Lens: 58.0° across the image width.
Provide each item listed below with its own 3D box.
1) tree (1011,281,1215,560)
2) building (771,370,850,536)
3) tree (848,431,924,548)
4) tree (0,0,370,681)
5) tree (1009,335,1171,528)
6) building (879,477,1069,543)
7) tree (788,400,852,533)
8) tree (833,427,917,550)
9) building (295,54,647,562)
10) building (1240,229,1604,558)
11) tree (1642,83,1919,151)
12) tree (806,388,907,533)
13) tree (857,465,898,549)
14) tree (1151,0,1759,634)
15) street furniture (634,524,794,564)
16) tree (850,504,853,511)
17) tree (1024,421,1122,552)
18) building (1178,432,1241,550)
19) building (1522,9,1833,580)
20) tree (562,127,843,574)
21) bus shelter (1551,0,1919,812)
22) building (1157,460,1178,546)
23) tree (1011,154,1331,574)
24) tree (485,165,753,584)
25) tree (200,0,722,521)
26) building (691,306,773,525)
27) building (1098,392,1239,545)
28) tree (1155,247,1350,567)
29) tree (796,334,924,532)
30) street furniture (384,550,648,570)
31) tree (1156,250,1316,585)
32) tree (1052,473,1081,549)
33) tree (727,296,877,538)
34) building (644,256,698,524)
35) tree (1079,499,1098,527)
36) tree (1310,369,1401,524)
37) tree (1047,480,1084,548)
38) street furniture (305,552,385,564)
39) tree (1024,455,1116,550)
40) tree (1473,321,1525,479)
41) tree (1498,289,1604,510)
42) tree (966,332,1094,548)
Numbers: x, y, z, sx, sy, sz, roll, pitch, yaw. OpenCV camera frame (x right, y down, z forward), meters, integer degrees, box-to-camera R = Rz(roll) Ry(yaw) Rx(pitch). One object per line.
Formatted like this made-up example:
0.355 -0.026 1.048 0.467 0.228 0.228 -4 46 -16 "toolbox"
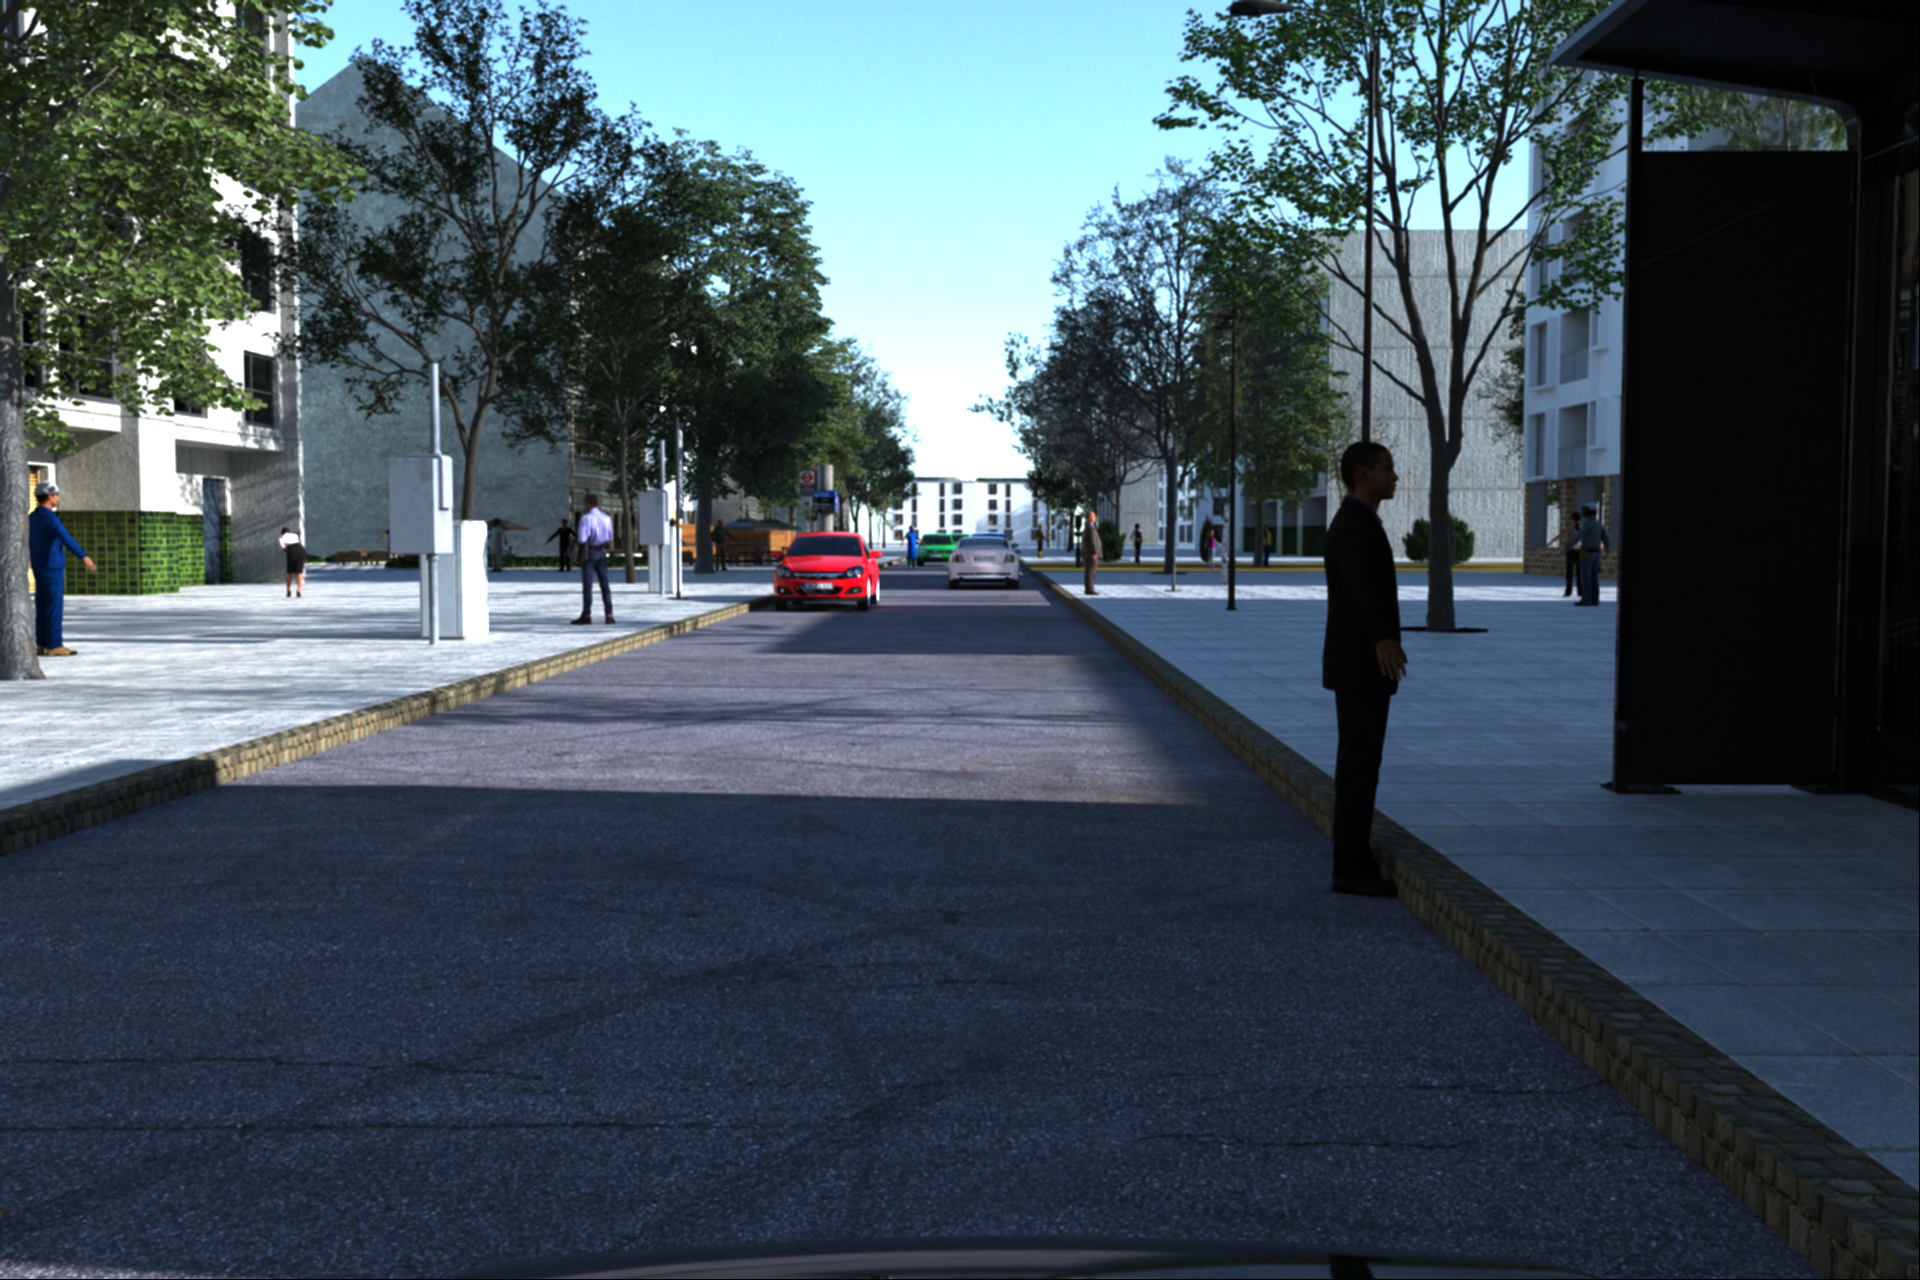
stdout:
7.689 -10.701 85.337 12.009 13.543 11.850 0 3 0 "tree"
-22.004 -21.909 189.138 19.493 23.208 18.063 0 4 1 "building"
-7.124 -13.641 157.436 8.767 10.594 7.601 2 4 30 "tree"
-8.452 -5.897 14.547 7.486 12.596 7.792 0 3 0 "tree"
7.656 -11.528 98.858 12.009 13.543 11.850 0 3 0 "tree"
2.072 -18.956 254.540 28.070 9.664 9.099 0 4 -4 "building"
-7.680 -8.523 89.706 4.737 8.622 4.395 0 3 0 "tree"
-7.034 -12.554 139.666 8.767 10.594 7.601 2 4 27 "tree"
-27.166 -15.781 88.944 19.493 23.208 18.063 0 4 1 "building"
28.507 -14.848 109.223 16.747 18.905 31.486 0 4 1 "building"
6.330 -3.752 11.705 4.360 8.622 3.978 0 3 0 "tree"
-7.556 -12.117 123.864 9.928 11.665 9.643 0 3 0 "tree"
-6.985 -12.160 149.173 4.737 8.622 4.395 0 3 0 "tree"
6.366 -5.926 22.639 9.928 11.665 9.643 0 3 0 "tree"
-11.046 -4.488 80.233 11.010 1.723 9.812 2 4 31 "street furniture"
-16.741 -18.601 254.492 4.360 8.622 3.978 0 3 0 "tree"
8.122 -11.562 123.443 7.601 10.594 8.767 -1 4 -12 "tree"
23.636 -12.178 141.255 9.099 9.664 28.070 0 4 1 "building"
23.183 -12.064 53.671 16.016 20.090 11.380 0 4 1 "building"
-8.286 -9.149 56.249 9.857 13.997 8.962 0 3 0 "tree"
3.713 -0.870 5.508 1.731 3.624 6.357 0 4 1 "bus shelter"
27.297 -14.977 187.013 9.099 9.664 28.070 0 4 0 "building"
6.833 -8.867 55.349 12.009 13.543 11.850 0 3 0 "tree"
-8.871 -6.740 44.619 7.601 10.594 8.767 0 4 -7 "tree"
-8.369 -5.776 28.857 8.767 10.594 7.601 -1 4 -13 "tree"
-25.437 -18.799 138.291 19.493 23.208 18.063 0 4 1 "building"
27.039 -21.740 221.910 16.747 18.905 31.486 0 4 1 "building"
11.541 -9.151 67.743 7.486 12.596 7.792 0 3 0 "tree"
-7.288 -11.990 106.414 12.009 13.543 11.850 0 3 0 "tree"
-16.540 -3.083 66.041 10.072 0.657 5.734 -1 4 -11 "street furniture"
6.512 -5.668 43.039 4.360 8.622 3.978 0 3 0 "tree"
8.992 -11.872 144.475 4.737 8.622 4.395 0 3 0 "tree"
-7.813 -10.034 82.186 7.486 12.596 7.792 0 3 0 "tree"
-24.261 -15.788 114.550 16.016 20.090 11.380 0 4 1 "building"
21.043 -20.334 250.581 7.486 12.596 7.792 0 3 0 "tree"
17.157 -7.759 77.221 4.360 8.622 3.978 0 3 0 "tree"
8.809 -12.434 153.654 4.737 8.622 4.395 0 3 0 "tree"
-30.780 -3.694 76.022 10.072 0.657 5.734 0 4 0 "street furniture"
8.710 -12.372 136.694 8.767 10.594 7.601 2 4 28 "tree"
28.171 -10.224 77.538 12.009 13.543 11.850 0 3 0 "tree"
25.561 -9.782 66.585 9.857 13.997 8.962 0 3 0 "tree"
7.067 -18.827 163.707 12.611 20.169 13.585 0 3 0 "tree"
